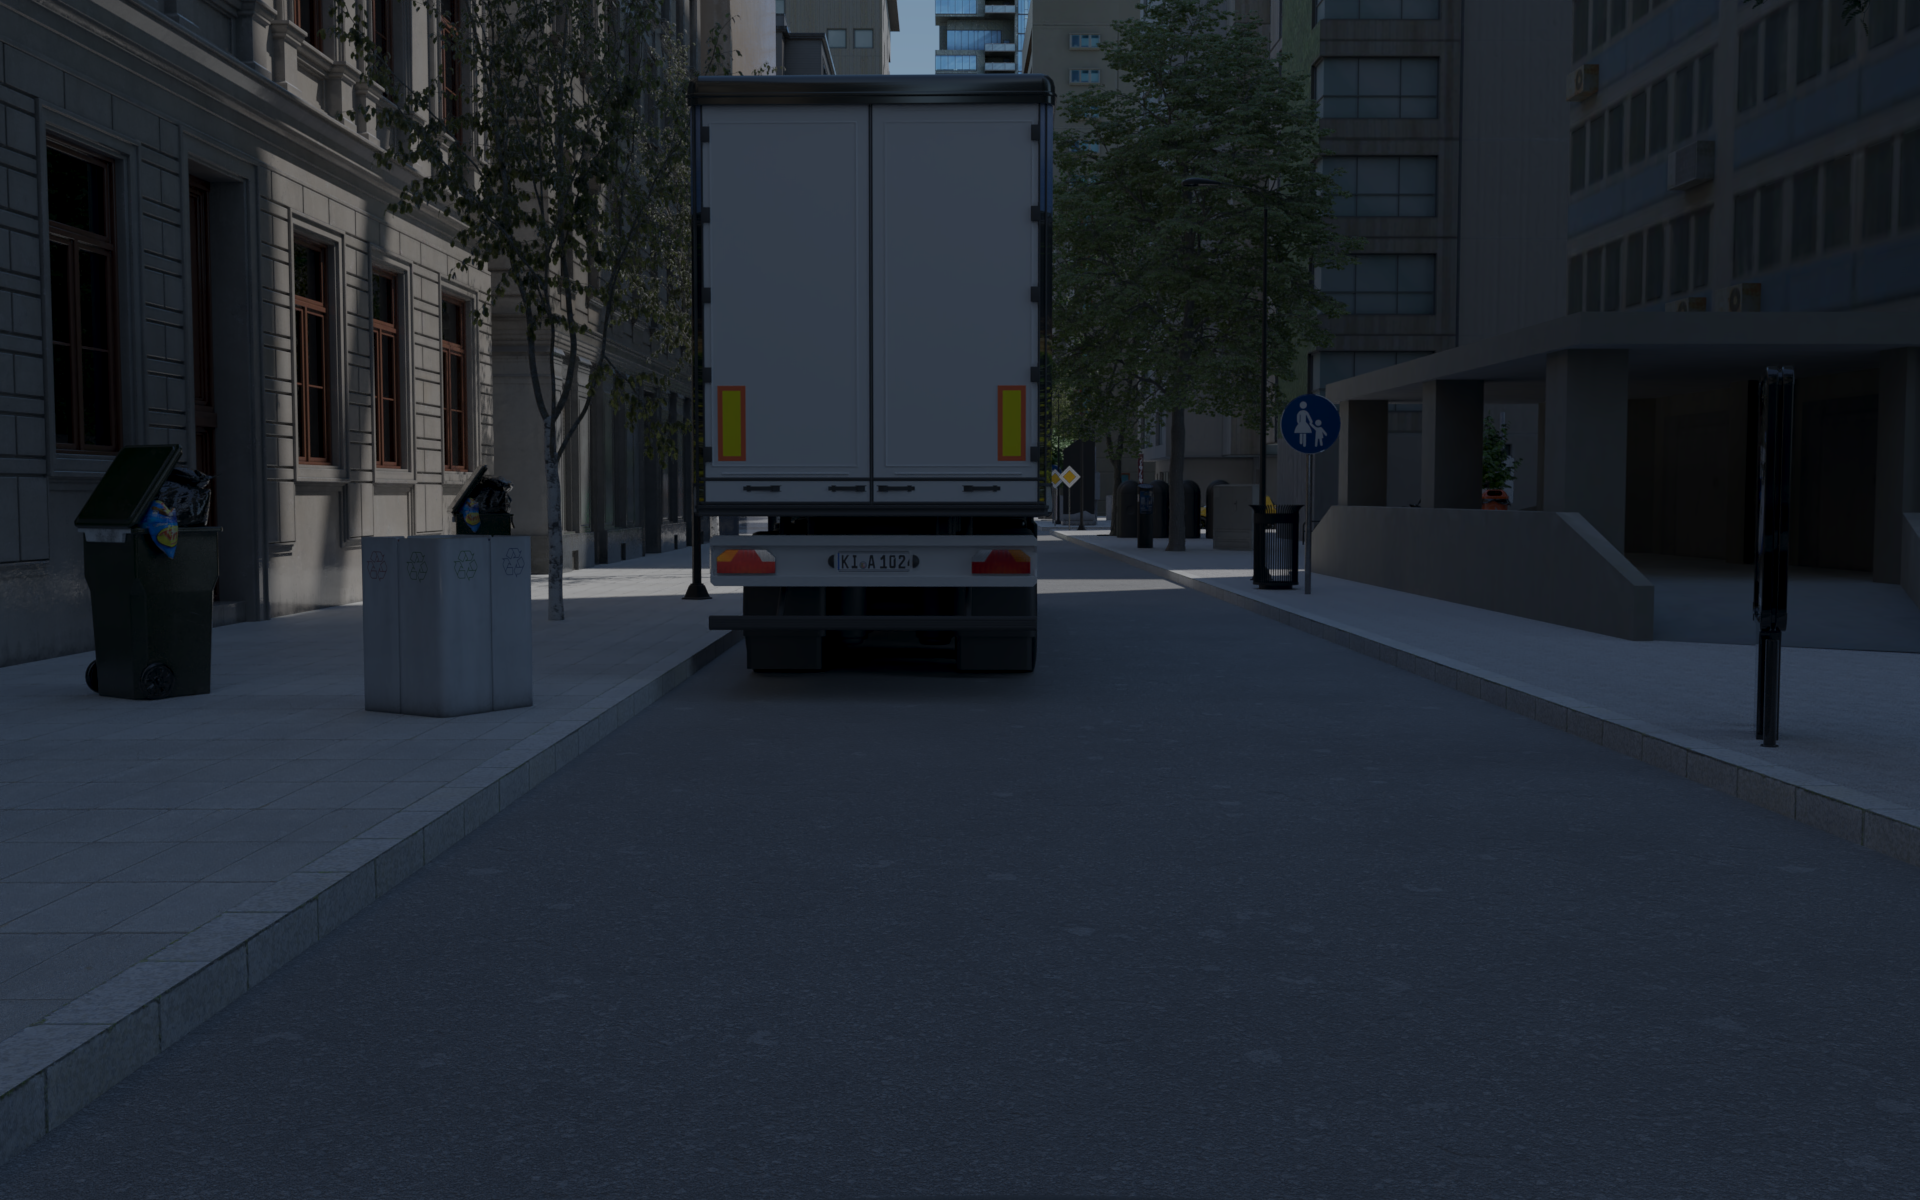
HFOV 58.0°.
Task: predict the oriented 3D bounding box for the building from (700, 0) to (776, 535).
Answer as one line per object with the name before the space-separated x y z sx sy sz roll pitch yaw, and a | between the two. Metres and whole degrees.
building | -15.695 -16.271 51.934 20.117 28.700 13.634 0 4 0

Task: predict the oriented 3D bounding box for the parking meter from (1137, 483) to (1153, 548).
parking meter | 4.398 -1.999 41.087 0.372 1.533 0.369 0 3 0

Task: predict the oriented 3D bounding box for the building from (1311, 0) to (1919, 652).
building | 21.923 -20.125 20.932 32.217 40.220 23.993 0 4 0

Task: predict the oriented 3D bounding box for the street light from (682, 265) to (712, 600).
street light | -2.669 -2.962 20.965 1.470 5.913 1.316 0 4 0

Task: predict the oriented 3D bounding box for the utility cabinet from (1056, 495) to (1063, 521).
utility cabinet | 4.571 -4.135 78.772 0.306 1.237 1.020 -1 4 -9

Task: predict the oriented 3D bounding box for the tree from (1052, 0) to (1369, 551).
tree | 5.295 -7.368 38.598 7.486 12.596 7.792 0 3 0

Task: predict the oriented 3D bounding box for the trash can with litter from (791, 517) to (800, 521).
trash can with litter | -4.624 -2.083 45.443 1.055 1.170 0.624 -1 4 -13

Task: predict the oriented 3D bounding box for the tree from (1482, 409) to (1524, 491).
tree | 11.991 -2.715 38.994 1.663 3.219 1.824 0 3 0

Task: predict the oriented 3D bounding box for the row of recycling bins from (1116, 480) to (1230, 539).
row of recycling bins | 6.223 -2.642 50.314 3.534 1.692 1.069 2 4 24

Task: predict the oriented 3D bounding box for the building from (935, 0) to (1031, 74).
building | 8.269 -56.638 238.700 31.000 86.520 22.319 0 4 0

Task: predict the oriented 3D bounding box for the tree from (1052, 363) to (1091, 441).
tree | 5.224 -8.806 94.345 4.737 8.622 4.395 0 3 0

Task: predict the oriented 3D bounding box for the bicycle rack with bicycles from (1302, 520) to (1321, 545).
bicycle rack with bicycles | 9.833 -1.804 42.884 2.925 0.926 2.852 0 4 -6

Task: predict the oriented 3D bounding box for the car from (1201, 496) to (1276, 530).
car | 10.250 -3.409 65.964 3.980 1.641 2.015 0 4 0

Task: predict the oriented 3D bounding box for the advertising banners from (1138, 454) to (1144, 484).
advertising banners | 8.122 -4.786 74.440 0.090 3.025 2.074 -1 4 -22

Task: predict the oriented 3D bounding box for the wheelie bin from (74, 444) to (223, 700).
wheelie bin | -5.173 -0.194 11.079 0.980 1.594 0.693 2 4 34

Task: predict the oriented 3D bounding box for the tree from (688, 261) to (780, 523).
tree | -3.779 -5.257 36.309 4.737 8.622 4.395 0 3 0

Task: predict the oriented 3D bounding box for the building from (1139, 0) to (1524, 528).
building | 15.658 -24.079 77.291 14.086 41.232 14.154 0 4 0

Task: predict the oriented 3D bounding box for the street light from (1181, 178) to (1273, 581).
street light | 3.951 -3.246 25.611 1.470 5.913 1.316 0 4 0

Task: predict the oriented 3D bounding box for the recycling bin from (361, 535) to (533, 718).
recycling bin | -3.061 0.134 10.358 0.722 1.027 0.722 2 4 32

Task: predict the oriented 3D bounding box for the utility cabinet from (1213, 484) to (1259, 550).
utility cabinet | 6.317 -1.892 39.608 0.318 1.500 1.173 -3 4 -39

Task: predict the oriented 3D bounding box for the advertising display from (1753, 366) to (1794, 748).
advertising display | 4.275 -0.240 9.133 0.123 1.923 0.974 1 4 22

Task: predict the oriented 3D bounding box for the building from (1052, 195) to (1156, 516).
building | 20.461 -16.493 114.706 27.650 21.520 28.899 0 4 0

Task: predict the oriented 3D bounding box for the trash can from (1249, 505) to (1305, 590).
trash can | 4.267 -0.718 23.385 0.748 1.137 0.748 0 3 0

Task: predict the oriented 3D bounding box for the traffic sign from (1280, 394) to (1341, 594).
traffic sign | 4.456 -1.346 22.111 0.768 2.556 0.104 0 4 2

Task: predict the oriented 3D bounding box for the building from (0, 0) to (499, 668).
building | -12.061 -11.000 16.006 11.583 22.565 21.152 0 4 0

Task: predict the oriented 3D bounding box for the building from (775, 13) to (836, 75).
building | -12.797 -16.285 85.323 14.314 24.678 30.058 0 4 0

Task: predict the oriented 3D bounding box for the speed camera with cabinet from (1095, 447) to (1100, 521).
speed camera with cabinet | 5.215 -4.806 72.909 0.660 3.252 2.038 -1 4 -20

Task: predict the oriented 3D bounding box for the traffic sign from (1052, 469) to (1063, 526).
traffic sign | 3.782 -3.993 68.923 0.795 2.450 0.064 0 4 0

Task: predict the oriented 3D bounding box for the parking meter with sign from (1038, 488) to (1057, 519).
parking meter with sign | 4.754 -5.662 88.829 1.738 3.016 0.543 3 5 42

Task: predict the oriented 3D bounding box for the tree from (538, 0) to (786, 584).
tree | -3.951 -4.711 27.391 4.360 8.622 3.978 0 3 0

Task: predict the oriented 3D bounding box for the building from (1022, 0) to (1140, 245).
building | 16.856 -32.925 162.031 21.300 48.544 21.600 0 4 0

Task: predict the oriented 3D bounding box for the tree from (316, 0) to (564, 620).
tree | -4.081 -4.086 17.162 4.360 8.622 3.978 0 3 0

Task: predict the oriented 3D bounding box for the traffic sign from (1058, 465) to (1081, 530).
traffic sign | 3.846 -3.504 60.938 0.795 2.450 0.064 0 4 0

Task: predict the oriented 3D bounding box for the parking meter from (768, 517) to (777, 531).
parking meter | -4.656 -2.153 43.608 0.372 1.533 0.369 0 3 0

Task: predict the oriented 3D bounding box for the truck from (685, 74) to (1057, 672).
truck | -0.449 -1.731 17.216 2.839 4.237 11.283 0 4 2

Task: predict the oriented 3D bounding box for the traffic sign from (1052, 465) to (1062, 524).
traffic sign | 4.059 -4.606 75.409 0.768 2.556 0.104 1 4 9

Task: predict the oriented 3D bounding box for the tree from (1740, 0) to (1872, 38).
tree | 4.805 -4.302 4.745 8.767 10.594 7.601 0 4 5

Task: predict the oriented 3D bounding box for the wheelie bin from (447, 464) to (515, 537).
wheelie bin | -5.166 -0.662 18.726 0.693 1.594 0.980 -1 4 -21

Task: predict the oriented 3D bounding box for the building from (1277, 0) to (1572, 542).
building | 16.256 -22.479 51.127 14.154 41.232 14.086 0 4 0

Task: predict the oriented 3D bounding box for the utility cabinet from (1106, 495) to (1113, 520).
utility cabinet | 7.413 -4.505 84.813 0.306 1.237 1.020 1 4 20

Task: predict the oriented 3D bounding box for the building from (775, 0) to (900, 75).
building | -20.552 -35.600 171.296 28.713 52.752 27.495 0 4 0

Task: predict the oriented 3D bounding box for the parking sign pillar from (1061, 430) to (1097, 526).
parking sign pillar | 4.867 -5.036 70.810 1.447 3.967 1.447 0 4 5

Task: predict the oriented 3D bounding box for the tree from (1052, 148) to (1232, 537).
tree | 4.686 -7.750 52.461 9.928 11.665 9.643 0 3 0

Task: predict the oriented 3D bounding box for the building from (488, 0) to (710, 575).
building | -11.170 -11.417 35.814 9.793 20.994 18.267 0 4 0

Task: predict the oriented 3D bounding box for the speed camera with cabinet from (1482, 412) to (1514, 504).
speed camera with cabinet | 12.649 -2.942 42.437 0.660 3.252 2.038 -2 4 -23

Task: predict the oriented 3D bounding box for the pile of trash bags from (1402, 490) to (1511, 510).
pile of trash bags | 9.586 -1.596 35.852 3.447 1.369 1.912 1 4 17

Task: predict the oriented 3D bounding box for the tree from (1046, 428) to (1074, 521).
tree | 4.711 -6.155 84.356 4.285 4.588 4.351 0 3 0

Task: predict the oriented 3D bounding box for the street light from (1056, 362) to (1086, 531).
street light | 3.744 -5.403 60.887 1.470 5.913 1.316 0 4 0
